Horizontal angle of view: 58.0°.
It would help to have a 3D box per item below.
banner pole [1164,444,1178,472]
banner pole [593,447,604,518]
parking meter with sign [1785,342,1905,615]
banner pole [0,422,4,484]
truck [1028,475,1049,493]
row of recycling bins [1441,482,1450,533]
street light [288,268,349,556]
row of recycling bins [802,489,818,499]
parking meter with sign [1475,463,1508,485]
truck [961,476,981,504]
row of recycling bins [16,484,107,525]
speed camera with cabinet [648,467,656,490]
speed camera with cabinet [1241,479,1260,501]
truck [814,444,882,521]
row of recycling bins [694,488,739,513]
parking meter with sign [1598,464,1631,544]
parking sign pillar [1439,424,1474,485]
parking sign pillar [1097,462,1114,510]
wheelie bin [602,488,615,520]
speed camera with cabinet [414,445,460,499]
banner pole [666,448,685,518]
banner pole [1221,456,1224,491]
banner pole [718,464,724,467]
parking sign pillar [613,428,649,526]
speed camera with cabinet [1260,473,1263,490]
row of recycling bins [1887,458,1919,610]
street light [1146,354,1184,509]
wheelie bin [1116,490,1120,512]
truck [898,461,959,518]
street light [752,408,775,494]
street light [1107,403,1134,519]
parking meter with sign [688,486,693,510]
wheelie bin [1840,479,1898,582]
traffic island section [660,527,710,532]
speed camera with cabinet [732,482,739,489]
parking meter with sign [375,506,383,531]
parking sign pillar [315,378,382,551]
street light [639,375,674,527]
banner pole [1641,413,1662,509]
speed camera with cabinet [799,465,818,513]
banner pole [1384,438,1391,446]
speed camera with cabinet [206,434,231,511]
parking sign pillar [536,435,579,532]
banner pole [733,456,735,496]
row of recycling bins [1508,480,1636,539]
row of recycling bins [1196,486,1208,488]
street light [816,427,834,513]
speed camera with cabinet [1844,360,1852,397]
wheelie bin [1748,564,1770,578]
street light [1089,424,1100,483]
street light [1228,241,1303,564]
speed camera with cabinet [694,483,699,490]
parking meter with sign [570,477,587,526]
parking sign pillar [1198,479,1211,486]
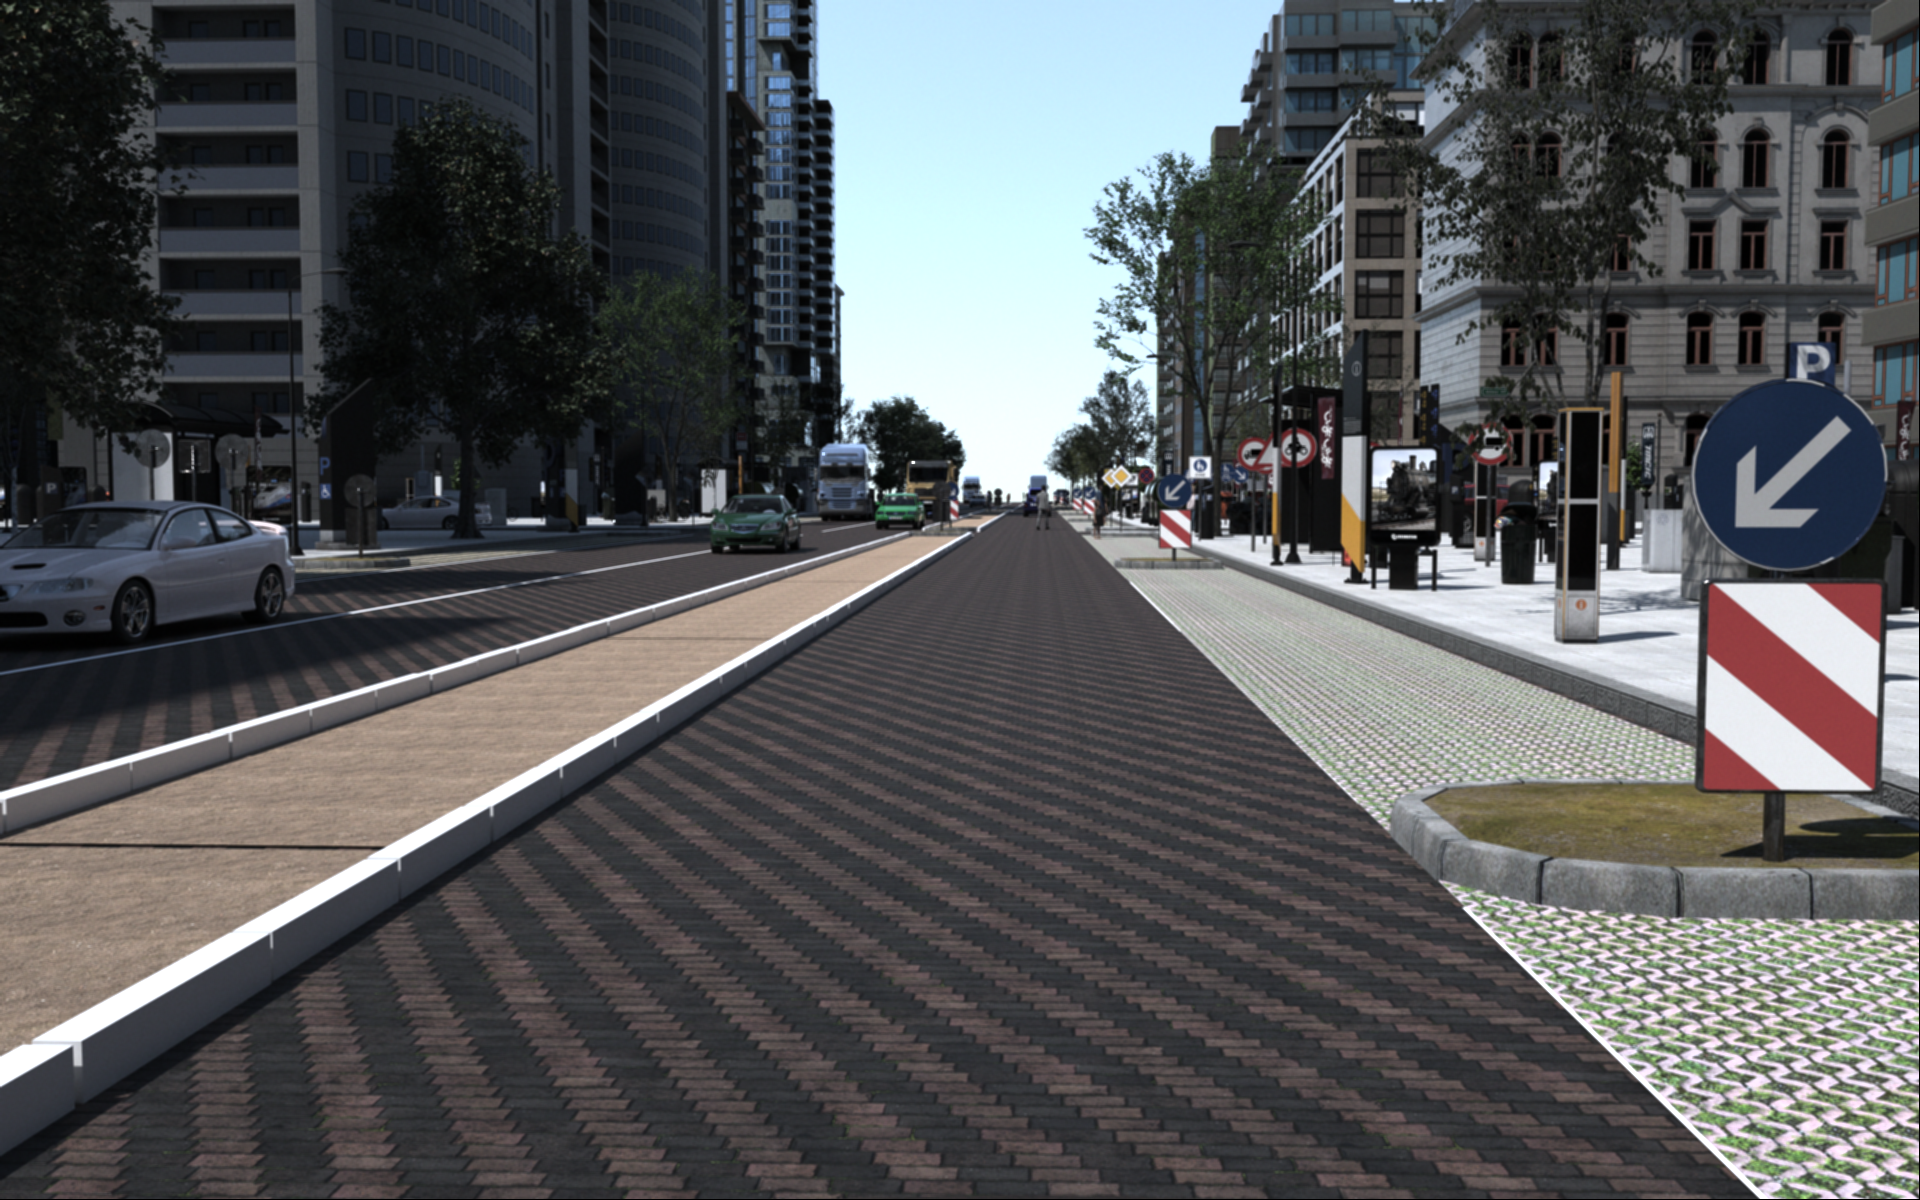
[{"bbox_3d":[10.700,-5.964,87.536,0.863,3.779,0.401,1,4,17],"label":"banner pole"},{"bbox_3d":[-19.117,-6.233,91.923,0.401,3.779,0.863,3,5,42],"label":"banner pole"},{"bbox_3d":[9.810,-1.400,19.148,0.543,3.016,1.738,0,4,-3],"label":"parking meter with sign"},{"bbox_3d":[-29.486,-3.835,52.713,0.401,3.779,0.863,2,4,32],"label":"banner pole"},{"bbox_3d":[10.959,-15.418,241.850,2.967,4.110,18.799,0,4,3],"label":"truck"},{"bbox_3d":[15.054,-3.115,58.050,3.534,1.692,1.069,1,4,22],"label":"row of recycling bins"},{"bbox_3d":[-13.276,-3.871,35.828,1.470,5.913,1.316,0,4,3],"label":"street light"},{"bbox_3d":[-11.459,-7.633,131.910,3.534,1.692,1.069,-2,4,-28],"label":"row of recycling bins"},{"bbox_3d":[21.284,-4.419,68.512,1.738,3.016,0.543,1,4,11],"label":"parking meter with sign"},{"bbox_3d":[2.175,-16.814,264.670,2.967,4.110,18.799,0,4,4],"label":"truck"},{"bbox_3d":[-37.362,-3.961,71.869,3.534,1.692,1.069,-1,4,-22],"label":"row of recycling bins"},{"bbox_3d":[-23.096,-8.149,127.574,0.660,3.252,2.038,3,5,44],"label":"speed camera with cabinet"},{"bbox_3d":[17.179,-6.720,104.206,0.660,3.252,2.038,-1,4,-13],"label":"speed camera with cabinet"},{"bbox_3d":[-5.955,-6.633,98.215,2.967,4.110,18.799,0,4,1],"label":"truck"},{"bbox_3d":[-16.259,-6.705,116.747,3.534,1.692,1.069,-2,4,-29],"label":"row of recycling bins"},{"bbox_3d":[16.277,-2.945,44.404,1.738,3.016,0.543,0,4,-4],"label":"parking meter with sign"},{"bbox_3d":[18.969,-4.757,66.256,1.447,3.967,1.447,-1,4,-10],"label":"parking sign pillar"},{"bbox_3d":[11.706,-9.227,139.330,1.447,3.967,1.447,0,4,7],"label":"parking sign pillar"},{"bbox_3d":[-17.279,-4.749,85.554,0.693,1.594,0.980,2,4,35],"label":"wheelie bin"},{"bbox_3d":[-21.005,-4.635,70.123,2.038,3.252,0.660,-1,4,-10],"label":"speed camera with cabinet"},{"bbox_3d":[-15.656,-6.396,94.587,0.863,3.779,0.401,-2,4,-33],"label":"banner pole"},{"bbox_3d":[17.100,-7.547,113.405,0.401,3.779,0.863,3,5,43],"label":"banner pole"},{"bbox_3d":[-17.098,-8.273,125.284,0.863,3.779,0.401,-1,4,-8],"label":"banner pole"},{"bbox_3d":[-13.411,-5.022,70.585,1.447,3.967,1.447,1,4,18],"label":"parking sign pillar"},{"bbox_3d":[20.534,-7.732,120.754,0.660,3.252,2.038,-1,4,-10],"label":"speed camera with cabinet"},{"bbox_3d":[11.182,-0.809,20.332,1.069,1.692,3.534,1,4,10],"label":"row of recycling bins"},{"bbox_3d":[6.880,-5.211,57.737,1.470,5.913,1.316,0,4,3],"label":"street light"},{"bbox_3d":[11.766,-7.191,125.487,0.980,1.594,0.693,1,4,13],"label":"wheelie bin"},{"bbox_3d":[-1.624,-6.504,102.256,3.469,3.379,9.791,0,4,3],"label":"truck"},{"bbox_3d":[-10.634,-7.389,93.354,1.470,5.913,1.316,0,4,3],"label":"street light"},{"bbox_3d":[8.235,-7.104,88.691,1.470,5.913,1.316,0,4,3],"label":"street light"},{"bbox_3d":[-21.892,-8.924,142.169,0.543,3.016,1.738,0,4,7],"label":"parking meter with sign"},{"bbox_3d":[8.486,-0.526,16.502,0.693,1.594,0.980,1,4,12],"label":"wheelie bin"},{"bbox_3d":[-10.390,-2.757,67.359,2.009,0.180,2.903,0,4,3],"label":"traffic island section"},{"bbox_3d":[-16.997,-8.312,130.240,0.660,3.252,2.038,1,4,9],"label":"speed camera with cabinet"},{"bbox_3d":[-20.874,-3.892,59.892,0.543,3.016,1.738,3,5,42],"label":"parking meter with sign"},{"bbox_3d":[-14.114,-3.143,39.858,1.447,3.967,1.447,2,4,27],"label":"parking sign pillar"},{"bbox_3d":[-11.827,-5.812,67.566,1.470,5.913,1.316,0,4,3],"label":"street light"},{"bbox_3d":[21.355,-3.880,53.448,0.401,3.779,0.863,-2,4,-29],"label":"banner pole"},{"bbox_3d":[-10.237,-7.499,116.942,0.660,3.252,2.038,1,4,16],"label":"speed camera with cabinet"},{"bbox_3d":[19.232,-5.382,78.010,0.401,3.779,0.863,3,4,36],"label":"banner pole"},{"bbox_3d":[-23.320,-3.681,54.520,0.660,3.252,2.038,-2,4,-33],"label":"speed camera with cabinet"},{"bbox_3d":[-13.822,-4.338,59.398,1.447,3.967,1.447,-2,4,-33],"label":"parking sign pillar"},{"bbox_3d":[-14.973,-7.623,114.655,0.401,3.779,0.863,0,4,2],"label":"banner pole"},{"bbox_3d":[17.536,-2.608,49.748,3.534,1.692,1.069,0,4,2],"label":"row of recycling bins"},{"bbox_3d":[11.848,-5.111,90.673,3.534,1.692,1.069,-2,4,-23],"label":"row of recycling bins"},{"bbox_3d":[-9.404,-9.022,120.043,1.470,5.913,1.316,0,4,3],"label":"street light"},{"bbox_3d":[12.650,-1.952,26.253,0.660,3.252,2.038,-2,4,-30],"label":"speed camera with cabinet"},{"bbox_3d":[11.211,-1.004,24.321,0.693,1.594,0.980,2,4,29],"label":"wheelie bin"},{"bbox_3d":[9.454,-8.717,115.061,1.470,5.913,1.316,0,4,3],"label":"street light"},{"bbox_3d":[5.630,-3.634,31.952,1.470,5.913,1.316,0,4,3],"label":"street light"},{"bbox_3d":[-20.505,-8.940,140.500,2.038,3.252,0.660,-2,4,-27],"label":"speed camera with cabinet"},{"bbox_3d":[-15.611,-4.463,69.223,0.543,3.016,1.738,2,4,24],"label":"parking meter with sign"},{"bbox_3d":[15.439,-7.279,107.484,1.447,3.967,1.447,0,4,-6],"label":"parking sign pillar"}]
